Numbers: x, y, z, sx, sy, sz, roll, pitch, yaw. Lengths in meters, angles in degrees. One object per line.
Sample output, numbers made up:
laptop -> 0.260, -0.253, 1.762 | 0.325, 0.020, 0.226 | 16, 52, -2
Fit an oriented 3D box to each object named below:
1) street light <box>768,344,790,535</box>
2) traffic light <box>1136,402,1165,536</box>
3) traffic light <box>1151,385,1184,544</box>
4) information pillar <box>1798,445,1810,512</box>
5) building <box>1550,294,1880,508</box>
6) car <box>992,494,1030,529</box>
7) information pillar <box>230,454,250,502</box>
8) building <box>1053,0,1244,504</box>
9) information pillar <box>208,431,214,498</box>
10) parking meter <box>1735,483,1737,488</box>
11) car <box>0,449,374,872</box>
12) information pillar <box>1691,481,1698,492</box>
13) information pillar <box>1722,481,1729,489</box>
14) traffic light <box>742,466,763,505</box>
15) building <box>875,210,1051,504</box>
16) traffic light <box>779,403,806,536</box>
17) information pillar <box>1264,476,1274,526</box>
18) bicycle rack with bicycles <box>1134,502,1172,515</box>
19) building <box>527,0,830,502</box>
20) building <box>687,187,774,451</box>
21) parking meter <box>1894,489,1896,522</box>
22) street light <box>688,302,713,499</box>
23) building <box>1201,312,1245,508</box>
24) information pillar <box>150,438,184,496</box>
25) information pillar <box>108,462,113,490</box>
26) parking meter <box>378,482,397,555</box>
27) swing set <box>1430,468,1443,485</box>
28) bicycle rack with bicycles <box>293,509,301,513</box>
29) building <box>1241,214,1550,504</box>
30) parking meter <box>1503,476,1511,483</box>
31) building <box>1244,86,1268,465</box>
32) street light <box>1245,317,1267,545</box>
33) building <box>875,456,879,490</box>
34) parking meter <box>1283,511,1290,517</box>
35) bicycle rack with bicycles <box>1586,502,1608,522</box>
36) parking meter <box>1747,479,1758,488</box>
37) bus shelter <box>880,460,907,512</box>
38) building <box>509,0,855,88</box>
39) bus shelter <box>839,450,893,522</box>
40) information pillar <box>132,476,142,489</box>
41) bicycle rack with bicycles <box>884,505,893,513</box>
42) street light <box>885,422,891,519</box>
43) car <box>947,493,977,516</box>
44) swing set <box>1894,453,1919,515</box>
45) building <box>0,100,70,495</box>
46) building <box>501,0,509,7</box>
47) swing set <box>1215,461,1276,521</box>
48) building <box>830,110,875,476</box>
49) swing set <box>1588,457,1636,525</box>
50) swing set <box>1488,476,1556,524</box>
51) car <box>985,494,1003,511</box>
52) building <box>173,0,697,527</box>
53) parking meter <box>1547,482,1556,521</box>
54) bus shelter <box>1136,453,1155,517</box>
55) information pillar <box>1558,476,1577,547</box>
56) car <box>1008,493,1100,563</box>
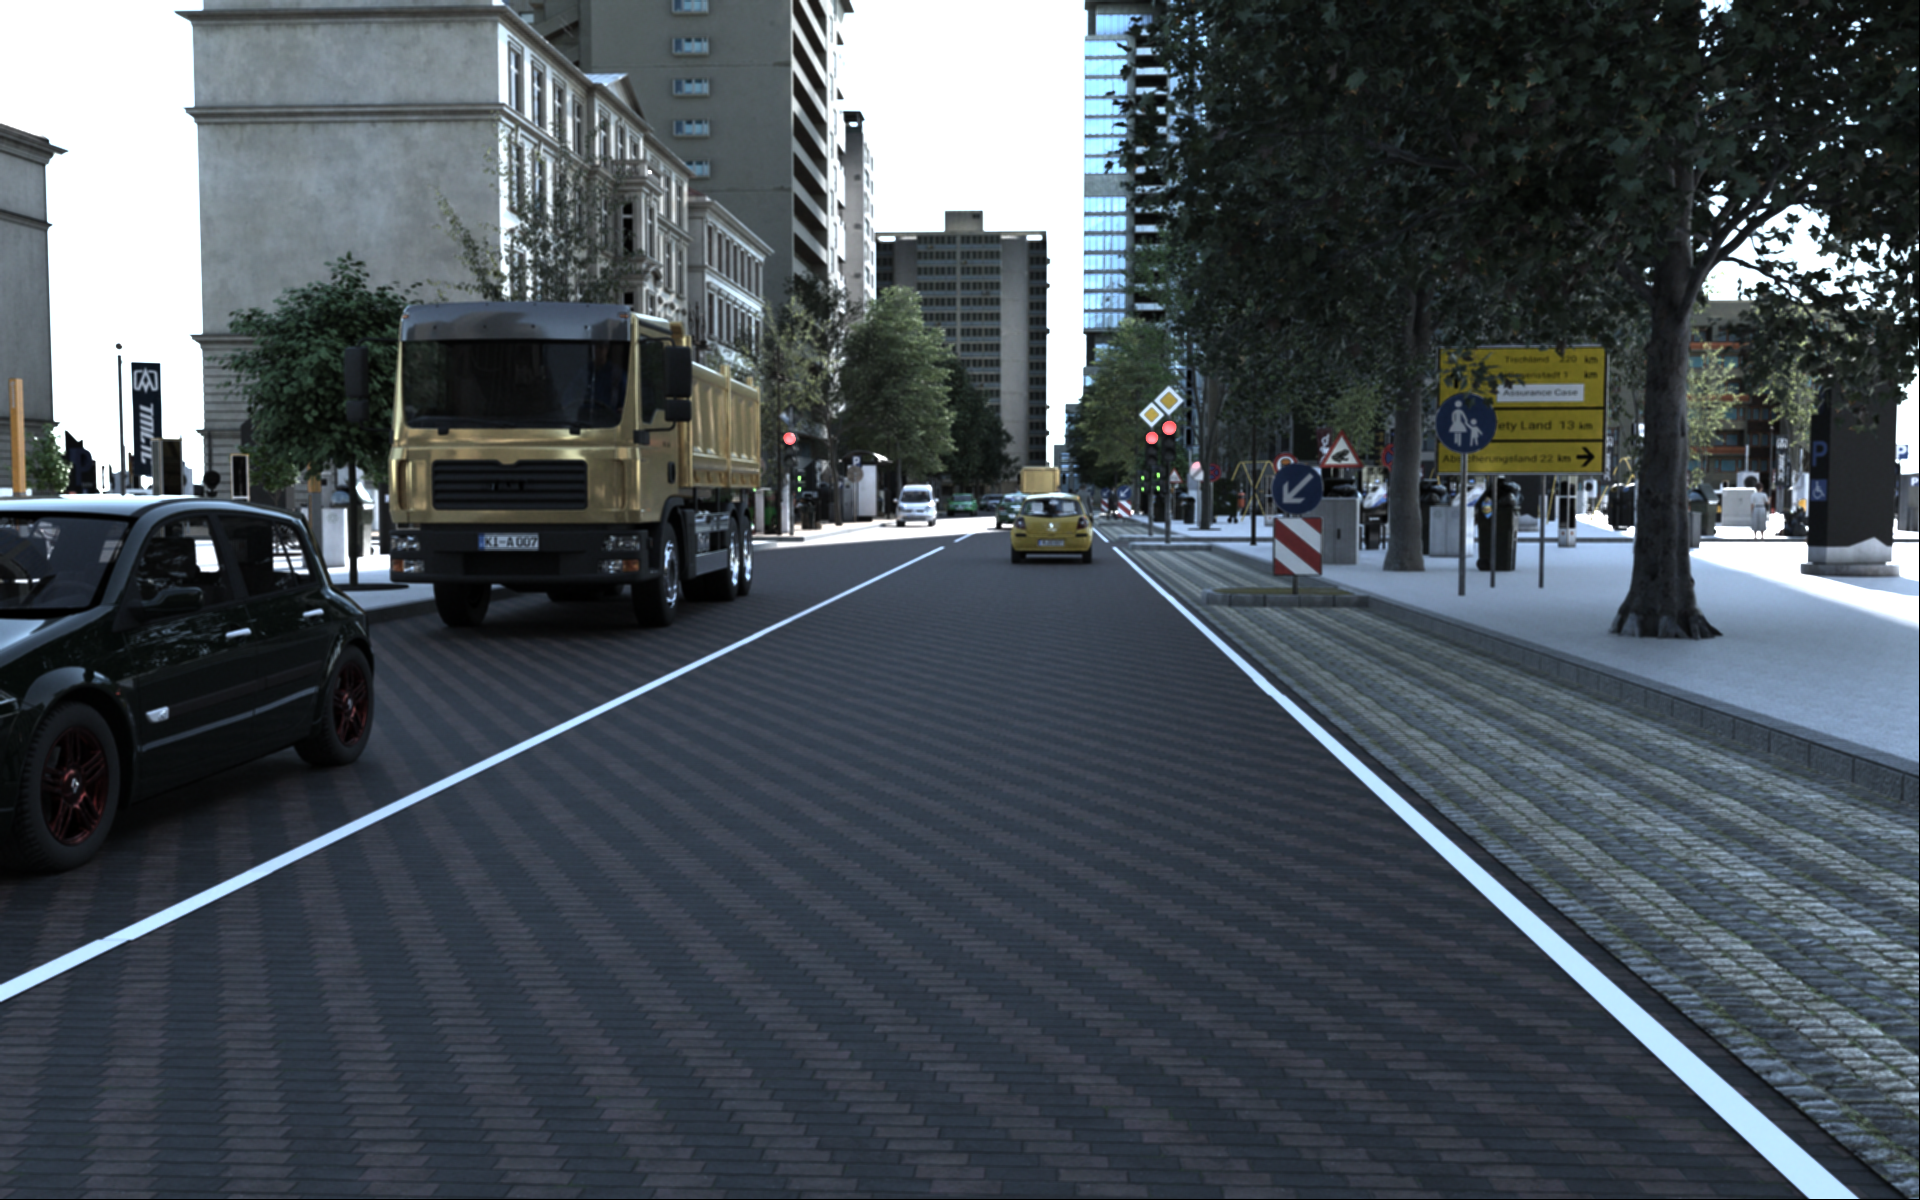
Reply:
street light -> -5.606, -4.947, 53.664 | 0.468, 5.910, 1.993 | 0, 4, 3
traffic light -> 5.811, -3.908, 52.811 | 0.839, 4.253, 0.868 | 0, 4, 3
traffic light -> 5.373, -3.420, 44.838 | 0.839, 4.253, 0.868 | 0, 4, 3
information pillar -> 40.300, -5.591, 82.772 | 0.504, 3.616, 0.183 | 0, 4, 7
building -> 73.373, -20.261, 176.305 | 28.899, 21.520, 27.650 | 0, 4, 3
car -> 2.399, -3.707, 72.400 | 2.131, 1.459, 4.920 | 0, 4, 1
information pillar -> -13.237, -1.675, 31.878 | 0.304, 2.012, 0.304 | -1, 4, -21
building -> 28.048, -56.141, 230.574 | 31.000, 86.520, 22.319 | 0, 4, 3
information pillar -> -27.971, -4.486, 64.696 | 0.183, 3.616, 0.504 | -1, 4, -15
parking meter -> 41.635, -5.318, 92.665 | 0.255, 1.863, 0.399 | 3, 4, 36
car -> -4.140, 0.119, 7.848 | 2.009, 1.686, 4.222 | 0, 4, 3
information pillar -> 41.222, -5.672, 97.237 | 0.304, 2.012, 0.304 | 1, 4, 21
information pillar -> 42.234, -5.574, 95.620 | 0.304, 2.012, 0.304 | 2, 4, 27
traffic light -> -5.622, -3.456, 45.424 | 0.839, 4.253, 0.868 | 0, 4, 3
building -> 0.492, -33.501, 239.627 | 23.993, 40.220, 32.217 | 0, 4, 3
traffic light -> -5.184, -3.943, 53.397 | 0.839, 4.253, 0.868 | 0, 4, 3
information pillar -> 12.246, -3.922, 68.609 | 0.304, 2.012, 0.304 | 0, 4, -4
bicycle rack with bicycles -> 12.284, -5.799, 108.195 | 2.925, 0.926, 2.852 | -1, 4, -12
building -> -22.572, -31.581, 140.045 | 21.300, 48.544, 21.600 | 0, 4, 3
building -> -19.272, -16.791, 110.695 | 11.583, 22.565, 21.152 | 0, 4, 3
parking meter -> 36.915, -3.692, 68.768 | 0.372, 1.533, 0.369 | 0, 3, 0
street light -> -6.309, -4.217, 41.736 | 0.468, 5.910, 1.993 | 0, 4, 3
building -> 39.694, -20.268, 176.423 | 27.650, 21.520, 28.899 | 0, 4, 3
information pillar -> -10.442, -1.123, 22.860 | 0.304, 2.012, 0.304 | 3, 5, 44
information pillar -> -61.758, -8.233, 125.957 | 0.183, 3.616, 0.504 | 0, 4, -1
parking meter -> -12.167, -1.739, 36.844 | 0.372, 1.533, 0.369 | 0, 3, 0
swing set -> 29.680, -6.547, 104.665 | 3.119, 2.851, 2.862 | -2, 4, -24
bicycle rack with bicycles -> -15.924, -1.653, 40.417 | 2.925, 0.926, 2.852 | -1, 4, -10
building -> 33.820, -42.695, 136.307 | 20.563, 71.187, 20.611 | 0, 4, 3
parking meter -> 13.242, -2.235, 42.248 | 0.255, 1.863, 0.399 | 3, 5, 39
building -> 32.423, -28.816, 154.735 | 14.154, 41.232, 14.086 | 0, 4, 3
street light -> 7.373, -4.315, 43.345 | 0.468, 5.910, 1.993 | 0, 4, 3
building -> -25.515, -39.678, 237.978 | 27.495, 52.752, 28.713 | 0, 4, 3
parking meter -> 16.092, -4.865, 85.253 | 0.255, 1.863, 0.399 | 2, 4, 32
bicycle rack with bicycles -> 30.322, -4.095, 80.337 | 2.852, 0.926, 2.925 | 1, 4, 17
parking meter -> 30.811, -3.774, 67.409 | 0.399, 1.863, 0.255 | -2, 4, -35
bus shelter -> -4.539, -8.049, 122.884 | 1.731, 3.624, 6.357 | 0, 4, 3
building -> -25.539, -35.233, 165.296 | 28.713, 52.752, 27.495 | 0, 4, 3
bus shelter -> -4.461, -5.432, 82.741 | 2.014, 3.302, 5.546 | 0, 4, 3
information pillar -> -31.116, -3.733, 65.520 | 0.304, 2.012, 0.304 | -1, 4, -15
bicycle rack with bicycles -> -5.411, -5.773, 107.777 | 2.852, 0.926, 2.925 | -3, 5, -40
street light -> -3.674, -7.089, 88.699 | 0.468, 5.910, 1.993 | 0, 4, 3
car -> 0.149, -6.389, 113.262 | 1.959, 1.807, 4.718 | 0, 4, 4
swing set -> 35.321, -4.189, 66.116 | 3.119, 2.851, 2.862 | 1, 4, 23
building -> -48.794, -12.643, 71.342 | 19.286, 19.102, 10.561 | 0, 4, 3
building -> -37.788, -39.280, 184.225 | 28.212, 58.520, 21.231 | 0, 4, 3
swing set -> 14.088, -5.235, 83.207 | 2.862, 2.851, 3.119 | -1, 4, -18
building -> -16.472, -30.803, 187.222 | 14.086, 41.232, 14.154 | 0, 4, 3
swing set -> 28.478, -4.627, 73.274 | 2.862, 2.851, 3.119 | 0, 4, 5
swing set -> 23.670, -4.562, 72.202 | 3.119, 2.851, 2.862 | 0, 4, 0
car -> 3.124, -8.156, 145.349 | 2.014, 1.417, 4.499 | 0, 4, 2
building -> -21.596, -16.131, 82.831 | 14.460, 24.649, 34.723 | 0, 4, 3
parking meter -> 28.158, -4.694, 82.457 | 0.255, 1.863, 0.399 | 0, 4, -4
bus shelter -> 11.278, -6.710, 100.989 | 1.731, 3.624, 6.357 | 0, 4, 3
information pillar -> 14.652, -2.279, 41.752 | 0.304, 2.012, 0.304 | -2, 4, -30
car -> 2.009, -1.655, 37.286 | 2.015, 1.641, 3.980 | 0, 4, 4
